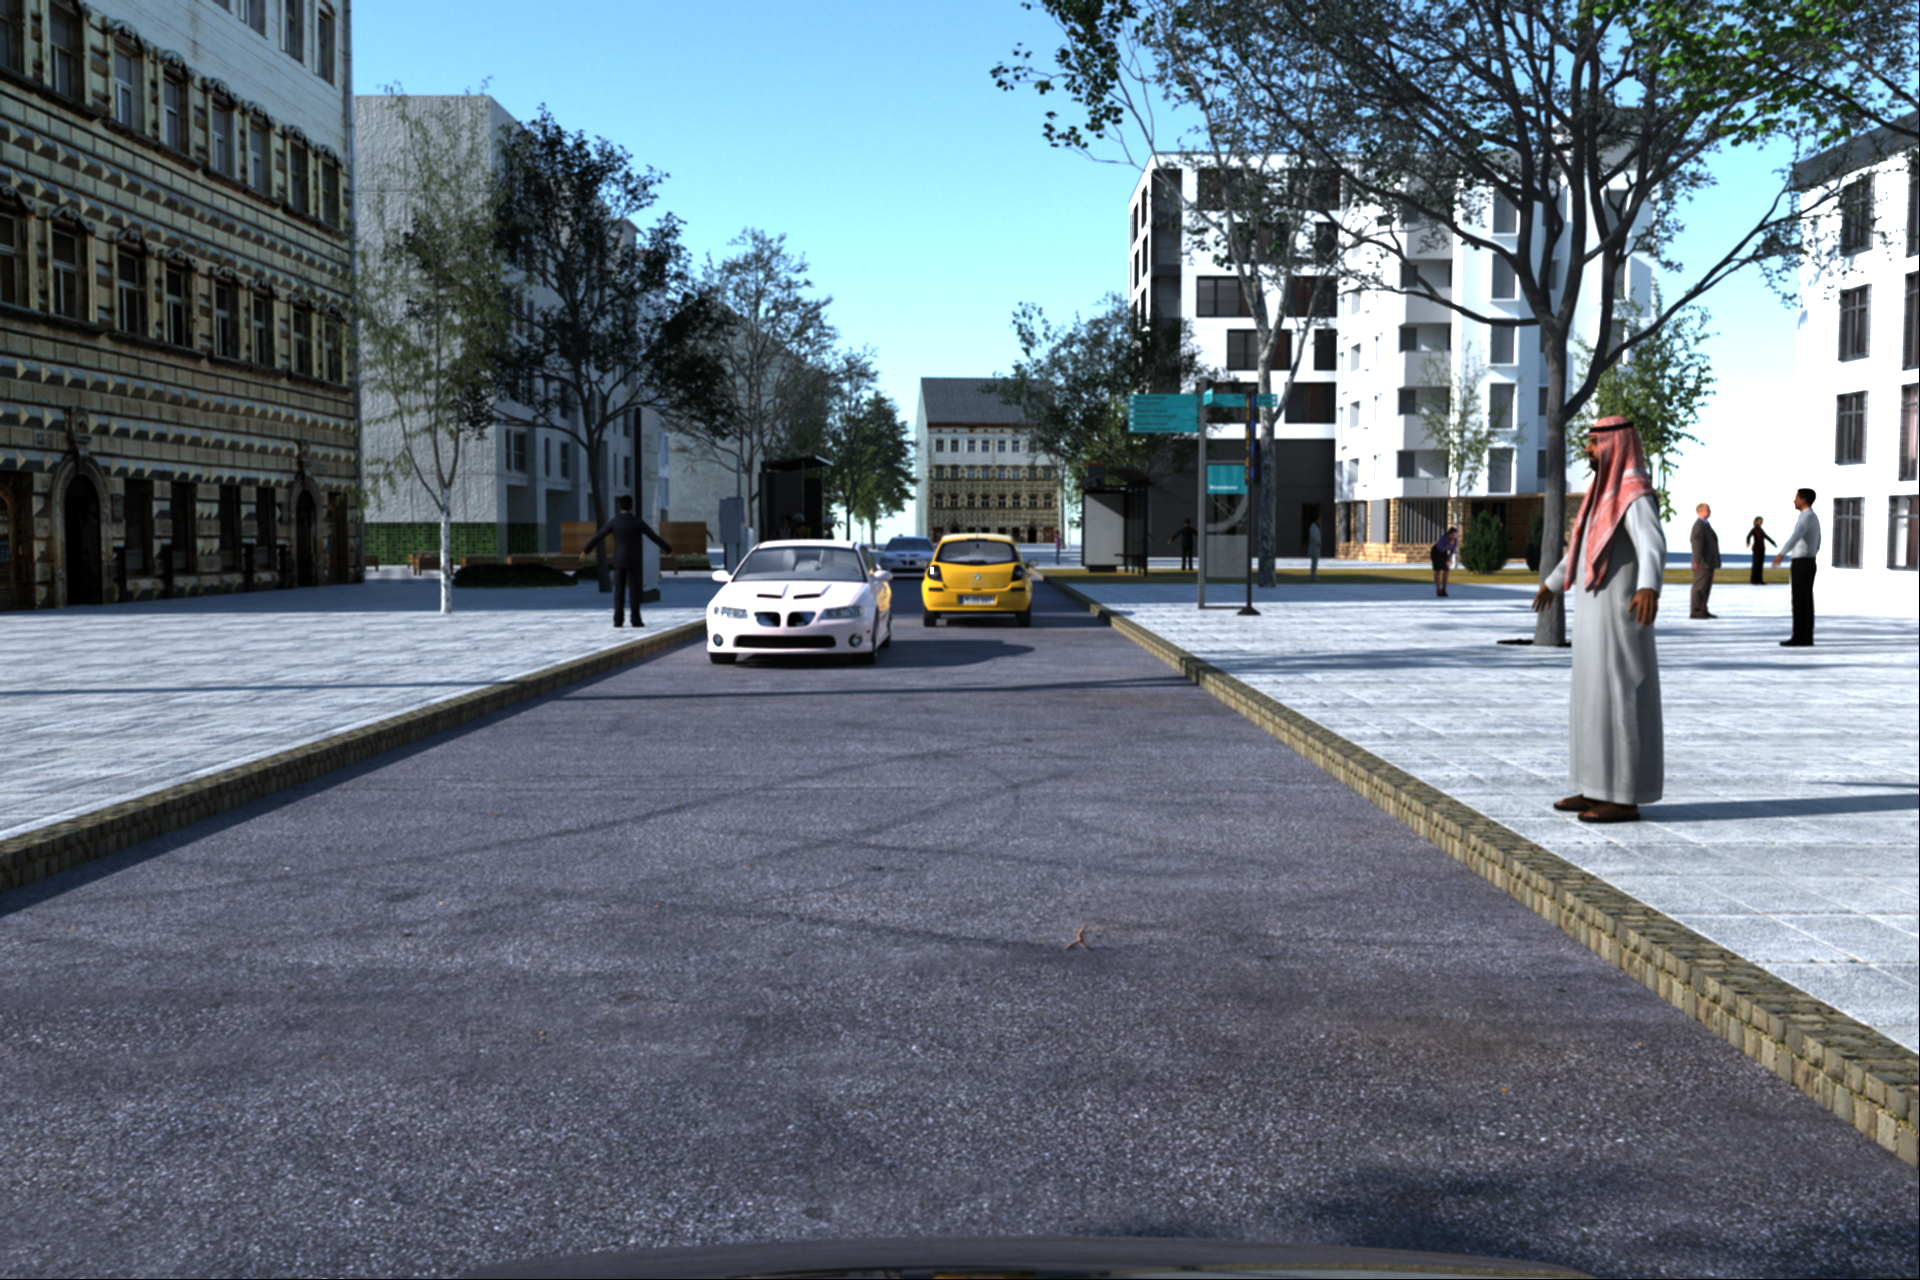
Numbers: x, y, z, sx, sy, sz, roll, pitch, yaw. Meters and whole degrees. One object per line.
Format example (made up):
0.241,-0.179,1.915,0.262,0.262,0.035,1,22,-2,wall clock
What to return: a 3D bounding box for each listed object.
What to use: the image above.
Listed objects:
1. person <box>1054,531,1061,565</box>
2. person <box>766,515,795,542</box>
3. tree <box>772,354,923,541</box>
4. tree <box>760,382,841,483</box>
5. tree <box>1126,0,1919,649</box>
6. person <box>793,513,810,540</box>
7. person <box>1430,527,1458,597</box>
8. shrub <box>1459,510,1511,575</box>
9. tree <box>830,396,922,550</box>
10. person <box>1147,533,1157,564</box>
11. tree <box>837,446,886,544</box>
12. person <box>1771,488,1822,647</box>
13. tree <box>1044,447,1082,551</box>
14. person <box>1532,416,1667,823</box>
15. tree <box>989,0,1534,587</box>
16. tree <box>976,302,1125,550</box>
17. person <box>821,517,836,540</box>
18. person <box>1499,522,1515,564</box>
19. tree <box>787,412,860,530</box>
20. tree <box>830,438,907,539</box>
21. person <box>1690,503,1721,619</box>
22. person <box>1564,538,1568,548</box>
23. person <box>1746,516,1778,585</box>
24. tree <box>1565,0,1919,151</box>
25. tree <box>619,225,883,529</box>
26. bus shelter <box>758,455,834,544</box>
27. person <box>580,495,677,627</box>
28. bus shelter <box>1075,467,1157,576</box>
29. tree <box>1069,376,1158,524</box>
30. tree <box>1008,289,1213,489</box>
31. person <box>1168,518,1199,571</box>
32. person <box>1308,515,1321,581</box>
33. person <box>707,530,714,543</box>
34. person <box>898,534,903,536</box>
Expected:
4.175,-3.884,72.773,0.599,1.433,0.991,0,4,7,person
-5.033,-2.685,50.037,1.345,1.843,0.704,1,4,18,person
-7.491,-12.627,116.826,12.009,13.543,11.850,0,3,0,tree
-7.655,-8.079,82.450,4.737,8.622,4.395,0,3,0,tree
6.930,-6.682,19.619,12.009,13.543,11.850,0,3,0,tree
-4.489,-2.592,48.148,0.705,1.858,1.354,-1,4,-14,person
9.918,-1.598,35.396,0.421,1.427,0.697,-1,4,-17,person
16.626,-3.109,54.876,1.661,2.075,1.752,0,3,0,shrub
-7.043,-13.720,142.452,7.486,12.596,7.792,0,3,0,tree
7.782,-4.142,74.000,1.348,1.796,0.705,-2,4,-24,person
-7.656,-11.310,135.280,4.737,8.622,4.395,0,3,0,tree
9.646,-0.839,19.872,0.704,1.810,1.344,3,5,42,person
8.100,-11.114,132.069,4.360,8.622,3.978,0,3,0,tree
2.916,-0.103,7.834,0.704,1.811,1.347,0,4,0,person
7.030,-11.255,39.911,12.611,20.169,13.585,0,3,0,tree
7.017,-17.571,143.173,12.611,20.169,13.585,0,3,0,tree
-2.732,-1.587,34.862,0.721,1.772,1.216,0,4,-1,person
22.836,-4.100,73.219,1.347,1.806,0.705,-1,4,-21,person
-7.867,-8.911,96.062,4.737,8.622,4.395,0,3,0,tree
-7.987,-13.263,151.255,7.601,10.594,8.767,0,4,8,tree
11.324,-1.204,26.282,0.434,1.755,0.990,3,5,40,person
16.793,-2.591,48.503,0.704,1.812,1.346,2,4,29,person
20.170,-2.251,43.606,1.215,1.729,0.721,-2,4,-32,person
7.003,-5.148,9.934,9.928,11.665,9.643,0,3,0,tree
-8.222,-9.657,68.262,12.009,13.543,11.850,0,3,0,tree
-5.128,-3.888,54.851,1.731,3.624,6.357,0,4,1,bus shelter
-4.585,-1.091,23.887,1.345,1.823,0.704,0,4,0,person
4.880,-3.738,55.043,2.014,3.302,5.546,0,4,-1,bus shelter
7.022,-7.790,77.723,4.737,8.622,4.395,0,3,0,tree
7.483,-10.748,86.107,12.009,13.543,11.850,0,3,0,tree
7.969,-3.349,60.692,1.347,1.837,0.705,0,4,7,person
9.827,-2.546,47.814,0.705,1.806,1.347,1,4,11,person
-11.173,-4.217,75.081,1.348,1.813,0.705,2,4,31,person
-2.233,-3.132,62.935,0.599,1.433,0.991,0,4,7,person
